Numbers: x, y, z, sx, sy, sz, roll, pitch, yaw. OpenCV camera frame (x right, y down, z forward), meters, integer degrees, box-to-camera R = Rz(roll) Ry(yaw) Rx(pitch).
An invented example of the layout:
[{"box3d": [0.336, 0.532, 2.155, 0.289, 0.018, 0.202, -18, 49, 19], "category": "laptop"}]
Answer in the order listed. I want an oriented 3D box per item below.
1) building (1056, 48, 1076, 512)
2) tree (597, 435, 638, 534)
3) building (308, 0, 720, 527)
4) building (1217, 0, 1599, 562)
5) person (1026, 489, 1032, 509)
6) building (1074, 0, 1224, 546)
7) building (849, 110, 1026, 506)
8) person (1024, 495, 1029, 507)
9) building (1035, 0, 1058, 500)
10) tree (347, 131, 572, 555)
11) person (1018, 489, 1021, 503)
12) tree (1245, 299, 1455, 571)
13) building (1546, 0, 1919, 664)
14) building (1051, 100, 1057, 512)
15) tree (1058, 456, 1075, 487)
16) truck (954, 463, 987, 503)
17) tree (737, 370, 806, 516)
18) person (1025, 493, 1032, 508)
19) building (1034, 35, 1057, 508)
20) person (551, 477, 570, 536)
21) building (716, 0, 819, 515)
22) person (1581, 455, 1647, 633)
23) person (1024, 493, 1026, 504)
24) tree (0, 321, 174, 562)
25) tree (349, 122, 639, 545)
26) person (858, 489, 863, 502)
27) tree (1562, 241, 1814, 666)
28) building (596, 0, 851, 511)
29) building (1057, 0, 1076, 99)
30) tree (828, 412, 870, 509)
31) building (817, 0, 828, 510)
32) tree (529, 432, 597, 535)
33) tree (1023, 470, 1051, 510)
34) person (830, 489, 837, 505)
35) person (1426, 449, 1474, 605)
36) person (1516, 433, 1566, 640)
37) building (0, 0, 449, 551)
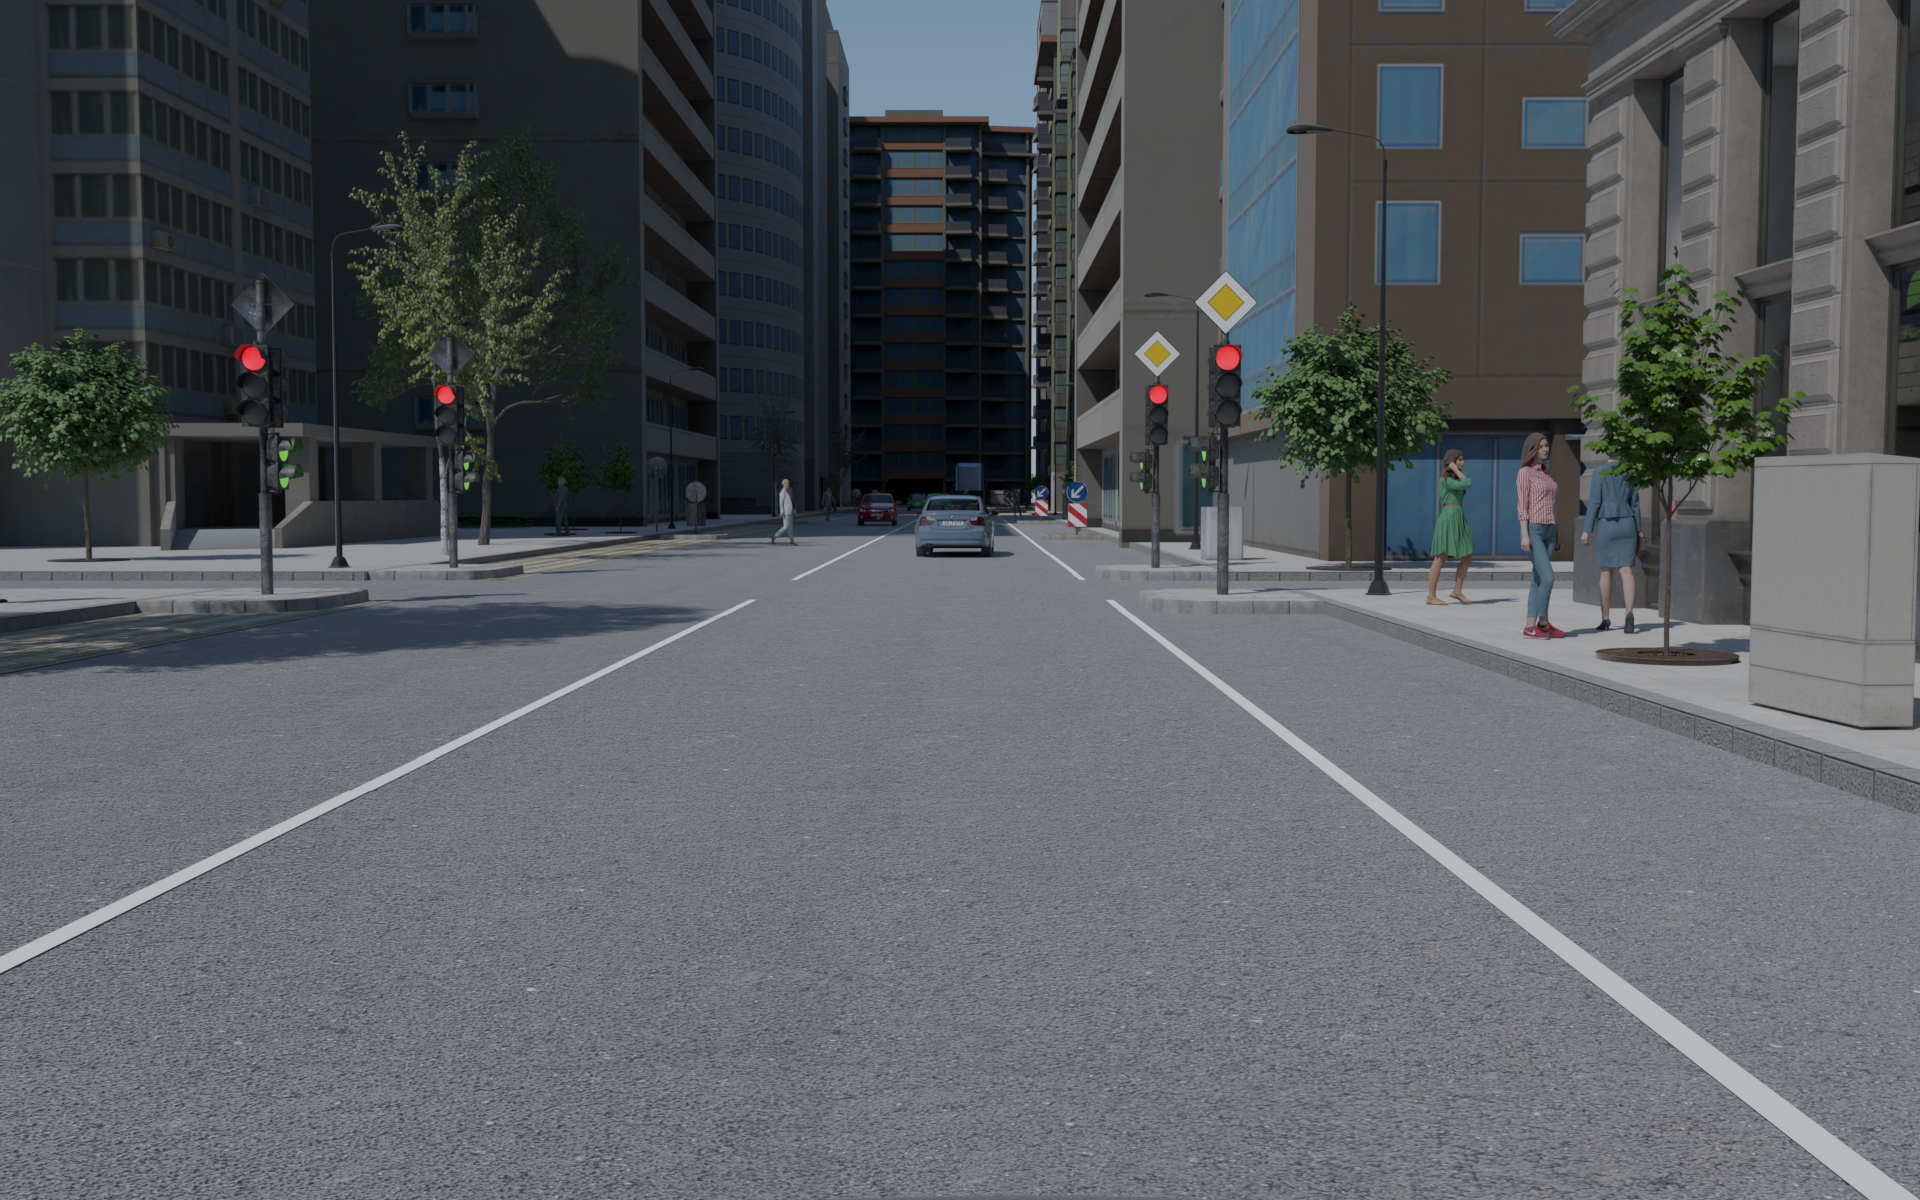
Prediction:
[{"box3d": [14.063, -21.056, 115.969, 14.160, 30.474, 14.107, 0, 4, 0], "category": "building"}, {"box3d": [-11.081, -3.795, 56.656, 1.663, 3.219, 1.824, 0, 3, 0], "category": "tree"}, {"box3d": [-23.015, -27.726, 77.026, 21.300, 48.544, 21.600, 0, 4, 0], "category": "building"}, {"box3d": [13.750, -23.730, 38.091, 14.200, 45.320, 14.600, 0, 4, 0], "category": "building"}, {"box3d": [5.835, -8.548, 146.726, 0.541, 1.710, 0.530, 1, 4, 22], "category": "person"}, {"box3d": [14.999, -26.369, 54.836, 21.300, 48.544, 21.600, 0, 4, 0], "category": "building"}, {"box3d": [-5.894, -33.381, 200.404, 28.867, 44.769, 22.147, 0, 4, 0], "category": "building"}, {"box3d": [6.461, -9.921, 168.701, 0.568, 1.767, 0.683, 1, 4, 18], "category": "person"}, {"box3d": [23.154, -40.161, 198.633, 28.212, 58.520, 21.231, 0, 4, 0], "category": "building"}, {"box3d": [-10.572, -5.241, 36.053, 4.737, 8.622, 4.395, 0, 3, 0], "category": "tree"}, {"box3d": [6.189, -10.763, 182.162, 0.705, 1.807, 1.348, 1, 4, 20], "category": "person"}, {"box3d": [6.604, -2.800, 29.495, 4.285, 4.588, 4.351, 0, 3, 0], "category": "tree"}, {"box3d": [12.025, -11.118, 10.653, 11.050, 23.489, 19.941, 0, 4, 0], "category": "building"}, {"box3d": [13.812, -21.917, 130.052, 14.160, 30.474, 14.107, 0, 4, 0], "category": "building"}, {"box3d": [5.763, -5.661, 87.159, 1.663, 3.219, 1.824, 0, 3, 0], "category": "tree"}, {"box3d": [0.638, -9.440, 144.097, 2.967, 4.110, 18.799, 0, 4, 2], "category": "truck"}, {"box3d": [-10.961, -9.299, 102.403, 4.360, 8.622, 3.978, 0, 3, 0], "category": "tree"}, {"box3d": [6.155, -9.165, 155.764, 0.709, 1.838, 0.599, 0, 4, 5], "category": "person"}, {"box3d": [18.124, -31.229, 165.218, 22.147, 44.769, 28.867, 0, 4, 0], "category": "building"}, {"box3d": [-12.176, -2.837, 52.598, 0.590, 1.801, 0.661, 0, 4, 4], "category": "person"}, {"box3d": [-21.455, -35.251, 118.355, 21.231, 58.520, 28.212, 0, 4, 0], "category": "building"}, {"box3d": [6.076, -0.612, 16.075, 0.581, 1.822, 0.654, 1, 4, 12], "category": "person"}, {"box3d": [6.453, -9.810, 169.670, 0.421, 1.427, 0.697, 1, 4, 9], "category": "person"}, {"box3d": [-16.781, -3.026, 33.187, 4.285, 4.588, 4.351, 0, 3, 0], "category": "tree"}, {"box3d": [-11.635, -6.655, 43.220, 7.601, 10.594, 8.767, 0, 4, 2], "category": "tree"}, {"box3d": [-9.871, -10.049, 171.076, 0.721, 1.736, 1.217, 2, 4, 26], "category": "person"}, {"box3d": [5.345, -1.142, 13.272, 1.663, 3.219, 1.824, 0, 3, 0], "category": "tree"}, {"box3d": [-21.984, -33.357, 169.087, 21.600, 48.544, 21.300, 0, 4, 0], "category": "building"}, {"box3d": [14.961, -28.154, 143.907, 14.154, 41.232, 14.086, 0, 4, 0], "category": "building"}, {"box3d": [-10.248, -12.325, 151.871, 4.360, 8.622, 3.978, 0, 3, 0], "category": "tree"}, {"box3d": [-18.225, -29.983, 140.327, 14.600, 45.320, 14.200, 0, 4, 0], "category": "building"}, {"box3d": [-12.522, -3.651, 54.297, 1.663, 3.219, 1.824, 0, 3, 0], "category": "tree"}, {"box3d": [6.452, -8.996, 141.689, 1.663, 3.219, 1.824, 0, 3, 0], "category": "tree"}, {"box3d": [-11.725, -9.196, 157.227, 1.217, 1.723, 0.721, -2, 4, -30], "category": "person"}, {"box3d": [5.669, -0.839, 20.009, 0.529, 1.795, 0.600, 1, 4, 20], "category": "person"}, {"box3d": [5.111, -0.566, 15.304, 0.388, 1.821, 0.555, 3, 5, 41], "category": "person"}, {"box3d": [-32.034, -21.695, 46.593, 32.217, 40.220, 23.993, 0, 4, 0], "category": "building"}]
